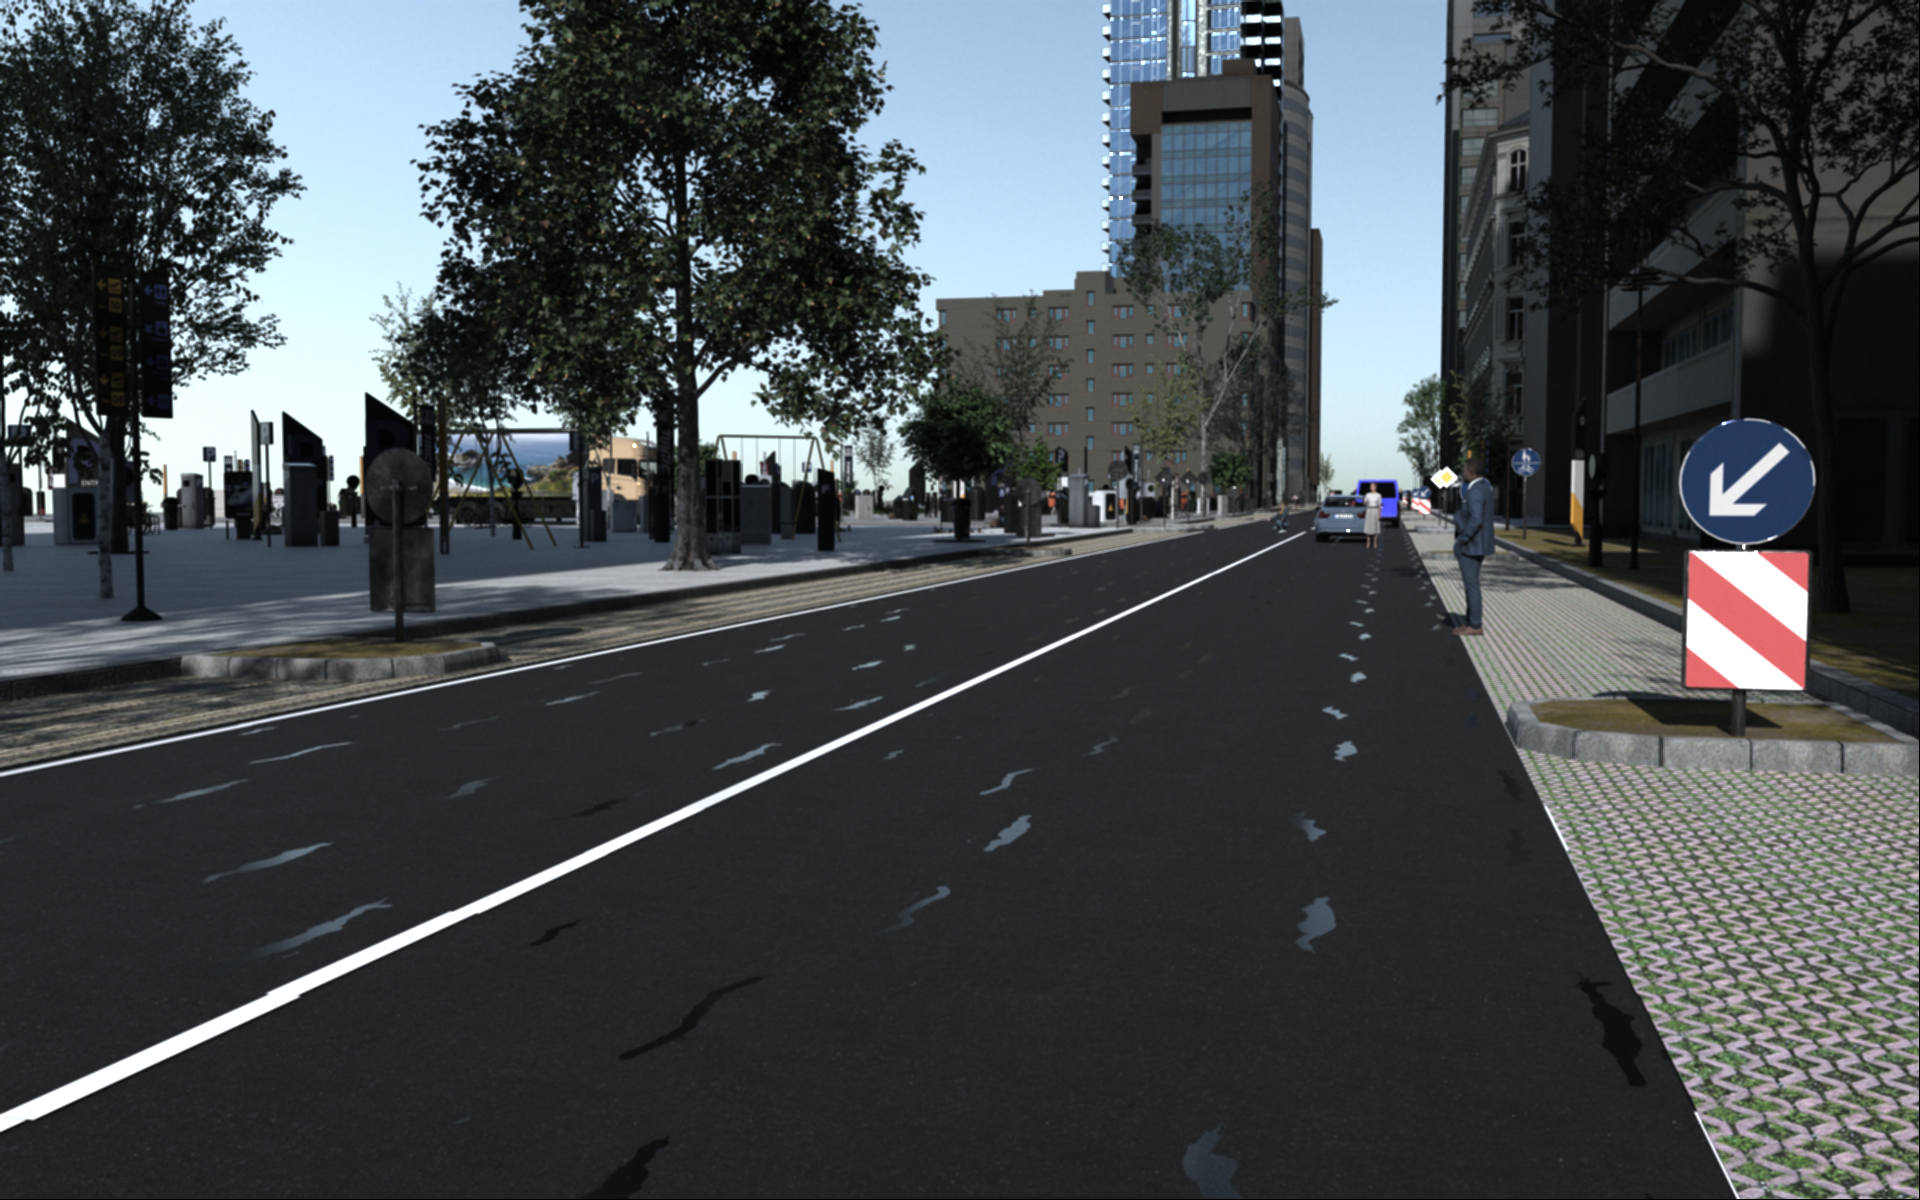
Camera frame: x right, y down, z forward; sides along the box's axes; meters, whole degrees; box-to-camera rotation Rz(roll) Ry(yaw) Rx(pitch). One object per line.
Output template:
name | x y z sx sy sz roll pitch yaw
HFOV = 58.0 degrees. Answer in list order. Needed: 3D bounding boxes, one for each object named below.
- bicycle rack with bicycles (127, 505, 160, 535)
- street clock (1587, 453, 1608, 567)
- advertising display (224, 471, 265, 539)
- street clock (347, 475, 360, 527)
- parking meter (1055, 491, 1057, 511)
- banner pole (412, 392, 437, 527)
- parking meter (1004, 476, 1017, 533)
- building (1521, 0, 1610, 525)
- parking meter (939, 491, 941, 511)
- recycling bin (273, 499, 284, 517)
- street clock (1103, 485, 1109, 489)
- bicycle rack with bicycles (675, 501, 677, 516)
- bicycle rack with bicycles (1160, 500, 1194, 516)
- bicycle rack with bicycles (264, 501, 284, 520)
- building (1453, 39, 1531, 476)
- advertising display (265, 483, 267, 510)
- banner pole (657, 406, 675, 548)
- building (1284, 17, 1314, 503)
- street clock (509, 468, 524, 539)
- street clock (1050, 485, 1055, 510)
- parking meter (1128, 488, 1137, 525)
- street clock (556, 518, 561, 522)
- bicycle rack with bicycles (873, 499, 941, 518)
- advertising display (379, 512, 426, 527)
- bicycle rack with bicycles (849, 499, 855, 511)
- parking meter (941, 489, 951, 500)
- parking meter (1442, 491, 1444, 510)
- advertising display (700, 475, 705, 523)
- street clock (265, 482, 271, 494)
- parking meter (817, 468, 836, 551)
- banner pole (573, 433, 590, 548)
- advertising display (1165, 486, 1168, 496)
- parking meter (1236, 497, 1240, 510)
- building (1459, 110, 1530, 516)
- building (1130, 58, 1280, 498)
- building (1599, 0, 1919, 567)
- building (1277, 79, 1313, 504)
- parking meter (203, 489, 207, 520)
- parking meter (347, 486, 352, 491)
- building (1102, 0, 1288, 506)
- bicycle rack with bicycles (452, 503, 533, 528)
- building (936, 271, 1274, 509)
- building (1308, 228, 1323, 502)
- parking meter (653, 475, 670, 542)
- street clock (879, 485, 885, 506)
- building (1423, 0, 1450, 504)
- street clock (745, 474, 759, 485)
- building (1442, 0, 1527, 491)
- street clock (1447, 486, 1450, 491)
bicycle rack with bicycles | -26.397 -2.521 54.596 2.852 0.926 2.925 1 4 13
street clock | 11.222 -1.588 30.531 0.358 2.002 0.471 0 4 2
advertising display | -20.384 -2.693 49.246 0.974 1.923 0.123 -1 4 -19
street clock | -23.434 -3.814 66.934 0.471 2.002 0.358 -1 4 -23
parking meter | 7.593 -7.759 135.278 0.372 1.533 0.369 0 3 0
banner pole | -13.200 -3.217 42.616 0.401 3.779 0.863 2 4 31
parking meter | 1.653 -3.111 56.579 0.255 1.863 0.399 -3 5 -43
building | 36.903 -17.091 72.951 24.014 27.812 14.314 1 4 14
parking meter | -1.375 -7.386 129.176 0.372 1.533 0.369 0 3 0
recycling bin | -37.532 -5.085 95.692 0.722 1.027 0.722 -1 4 -15
street clock | 11.111 -7.787 131.887 0.471 2.002 0.358 1 4 13
bicycle rack with bicycles | -15.740 -5.396 101.604 2.925 0.926 2.852 3 5 45
bicycle rack with bicycles | 12.250 -5.456 102.580 2.925 0.926 2.852 1 4 16
bicycle rack with bicycles | -33.991 -4.454 86.206 2.852 0.926 2.925 -3 5 -41
building | 52.803 -29.076 158.981 14.154 41.232 14.086 1 4 14
advertising display | -40.657 -5.872 101.214 0.123 1.923 0.974 -1 4 -10
banner pole | -6.763 -3.099 40.682 0.863 3.779 0.401 -3 4 -36
building | 44.293 -50.699 267.182 20.563 71.187 20.611 1 4 14
street clock | -12.560 -2.721 49.057 0.358 2.002 0.471 -3 5 -43
street clock | 7.388 -8.255 139.540 0.471 2.002 0.358 -1 4 -19
parking meter | 7.224 -3.931 72.682 0.372 1.533 0.369 0 3 0
street clock | -18.761 -4.673 80.965 0.358 2.002 0.471 0 4 3
bicycle rack with bicycles | -3.243 -5.494 103.204 2.852 0.926 2.925 -2 4 -28
advertising display | -12.130 -1.985 37.665 0.974 1.923 0.123 -1 4 -20
bicycle rack with bicycles | -6.279 -6.519 119.965 2.852 0.926 2.925 2 4 28
parking meter | -0.617 -4.847 87.658 0.372 1.533 0.369 0 3 0
parking meter | 37.938 -7.781 135.627 0.372 1.533 0.369 0 3 0
advertising display | -8.508 -3.283 58.896 0.974 1.923 0.123 -1 4 -20
street clock | -41.136 -6.018 102.957 0.358 2.002 0.471 -2 4 -29
parking meter | -3.015 -2.049 39.215 0.399 1.863 0.255 0 4 4
banner pole | -8.960 -3.135 41.274 0.401 3.779 0.863 -2 4 -31
advertising display | 16.918 -8.364 141.963 0.123 1.923 0.974 1 4 19
parking meter | 22.278 -7.988 139.008 0.372 1.533 0.369 0 3 0
building | 43.865 -20.954 119.011 17.030 29.872 44.131 1 4 14
building | 26.239 -32.628 183.572 14.600 45.320 14.200 1 4 14
building | 26.770 -25.290 37.188 21.300 48.544 21.600 1 4 14
building | 38.023 -42.933 243.955 21.231 58.520 28.212 1 4 14
parking meter | -37.223 -4.688 85.053 0.372 1.533 0.369 0 3 0
parking meter | -43.080 -7.131 122.309 0.255 1.863 0.399 -2 4 -33
building | 28.218 -54.582 205.086 22.319 86.520 31.000 1 4 14
bicycle rack with bicycles | -18.223 -3.256 66.612 2.925 0.926 2.852 3 5 39
building | 14.774 -19.524 164.259 27.650 21.520 28.899 1 4 14
building | 51.944 -38.786 284.260 14.600 45.320 14.200 1 4 14
parking meter | -7.953 -2.473 46.144 0.255 1.863 0.399 3 4 38
street clock | -6.497 -8.505 143.632 0.471 2.002 0.358 1 4 13
building | 74.425 -48.795 236.051 20.563 71.187 20.611 1 4 14
street clock | -7.697 -3.640 64.092 0.471 2.002 0.358 -3 4 -36
building | 60.977 -38.919 178.329 21.231 58.520 28.212 1 4 14
street clock | 35.375 -7.398 125.534 0.358 2.002 0.471 0 4 -5
